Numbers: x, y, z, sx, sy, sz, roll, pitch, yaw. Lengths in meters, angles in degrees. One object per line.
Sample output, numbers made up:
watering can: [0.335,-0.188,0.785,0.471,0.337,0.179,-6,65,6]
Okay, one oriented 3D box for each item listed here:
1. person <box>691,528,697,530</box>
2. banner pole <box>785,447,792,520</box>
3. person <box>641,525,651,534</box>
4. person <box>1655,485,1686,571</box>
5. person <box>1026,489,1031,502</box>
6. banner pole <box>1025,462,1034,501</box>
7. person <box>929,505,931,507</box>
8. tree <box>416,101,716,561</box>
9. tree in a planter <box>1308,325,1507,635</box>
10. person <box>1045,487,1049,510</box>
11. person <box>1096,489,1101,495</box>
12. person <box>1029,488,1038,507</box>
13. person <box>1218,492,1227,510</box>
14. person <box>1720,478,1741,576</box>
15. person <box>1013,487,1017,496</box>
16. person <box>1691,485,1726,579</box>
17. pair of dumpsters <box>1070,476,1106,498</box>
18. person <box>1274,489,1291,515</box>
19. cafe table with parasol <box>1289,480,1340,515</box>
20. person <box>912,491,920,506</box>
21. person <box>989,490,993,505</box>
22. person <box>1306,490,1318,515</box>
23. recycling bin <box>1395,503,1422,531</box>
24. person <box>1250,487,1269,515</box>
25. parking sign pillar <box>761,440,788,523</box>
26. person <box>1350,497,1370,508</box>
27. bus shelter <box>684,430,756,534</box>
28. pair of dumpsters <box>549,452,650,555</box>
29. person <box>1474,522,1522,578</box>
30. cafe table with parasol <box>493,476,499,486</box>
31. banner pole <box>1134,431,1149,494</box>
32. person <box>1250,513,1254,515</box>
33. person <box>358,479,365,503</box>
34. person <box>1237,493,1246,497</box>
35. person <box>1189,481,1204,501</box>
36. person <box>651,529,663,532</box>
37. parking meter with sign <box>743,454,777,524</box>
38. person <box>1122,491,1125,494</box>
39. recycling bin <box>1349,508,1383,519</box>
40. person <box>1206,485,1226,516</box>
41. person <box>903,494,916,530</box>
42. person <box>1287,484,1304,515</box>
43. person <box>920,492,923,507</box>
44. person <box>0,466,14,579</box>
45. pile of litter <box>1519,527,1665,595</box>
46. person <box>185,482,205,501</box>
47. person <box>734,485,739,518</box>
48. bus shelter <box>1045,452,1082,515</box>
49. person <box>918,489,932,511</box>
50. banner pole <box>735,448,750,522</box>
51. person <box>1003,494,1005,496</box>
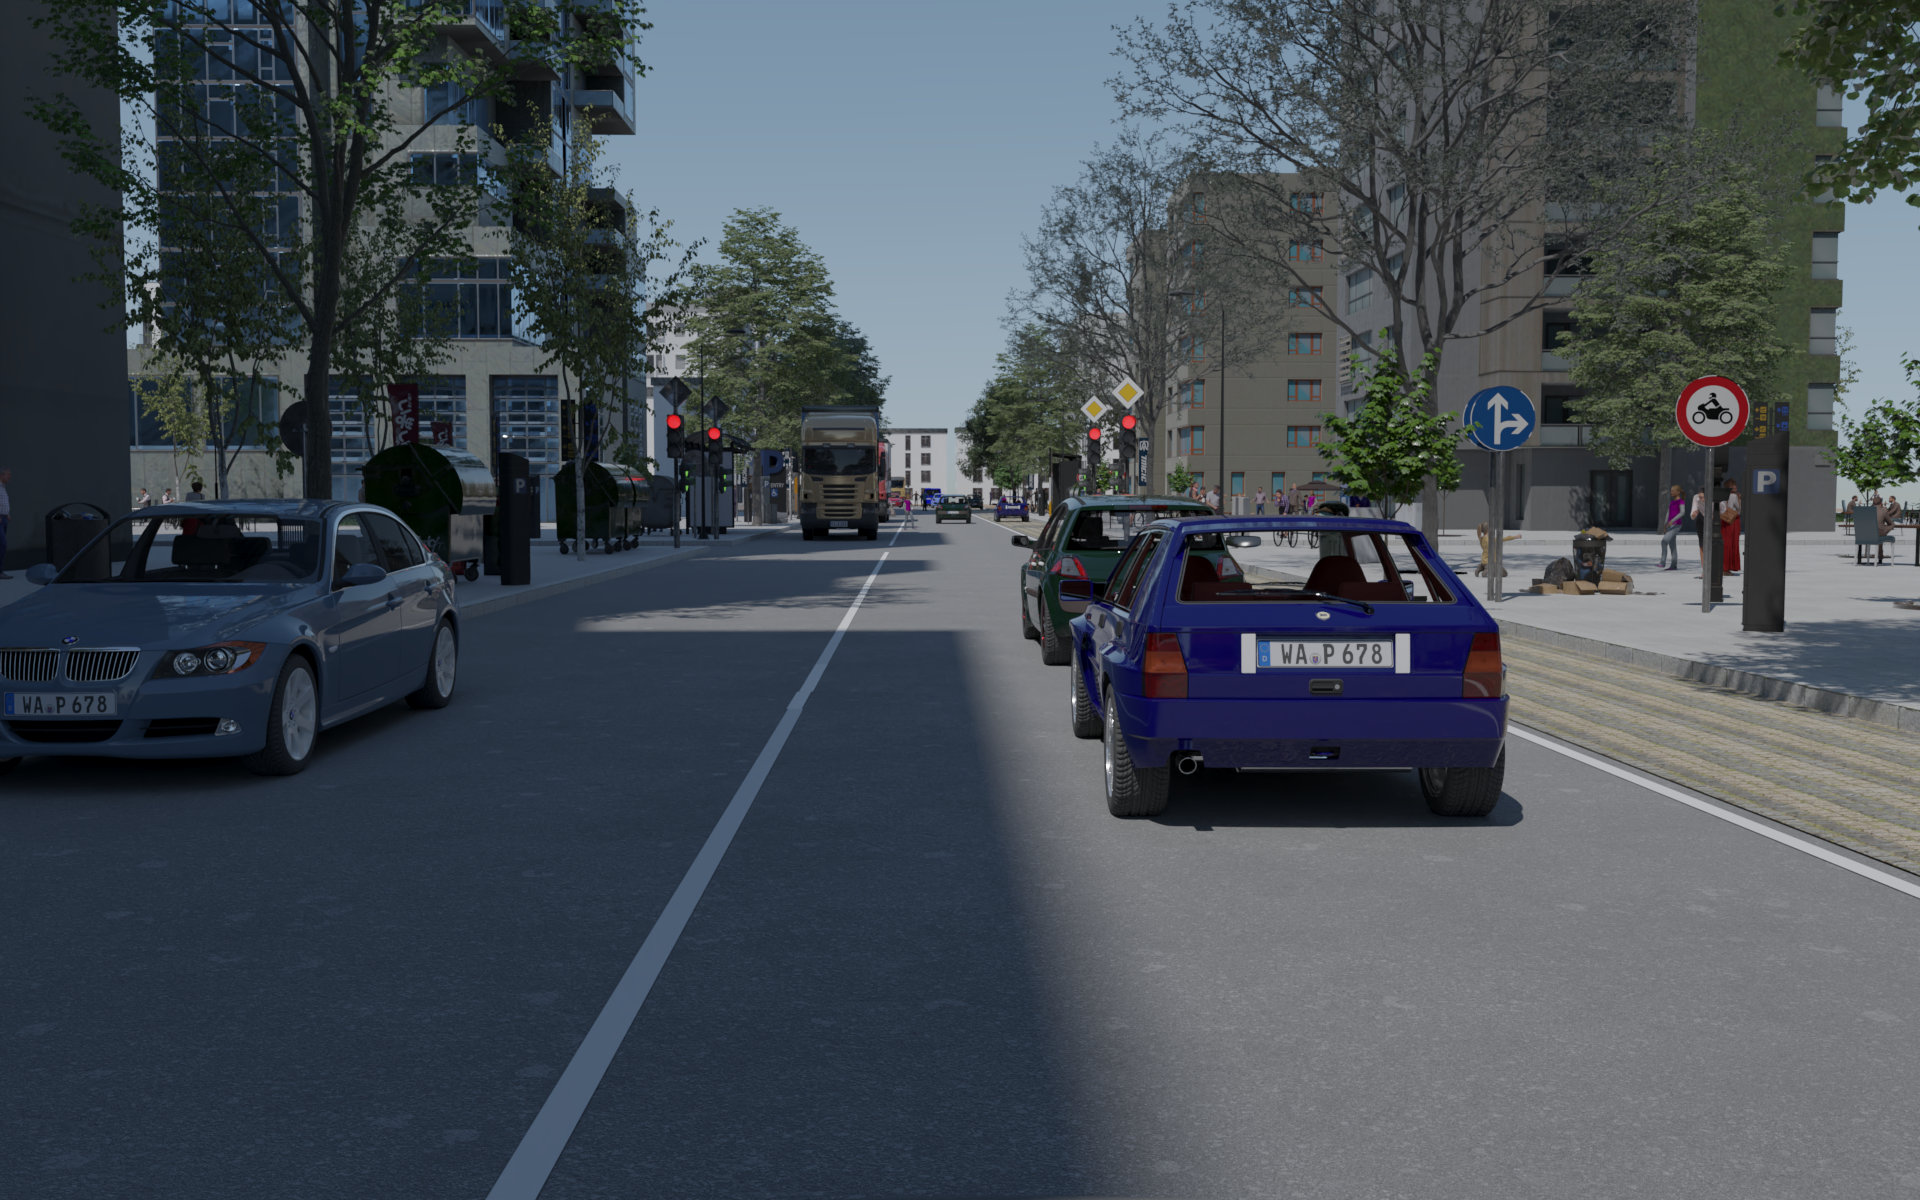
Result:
person: [-9.552,-3.206,62.367,0.340,1.345,0.435,2,4,25]
banner pole: [-8.373,-5.793,84.726,0.401,3.779,0.863,-2,4,-35]
person: [-10.368,-3.039,56.258,0.617,1.759,0.750,3,4,37]
person: [11.775,-1.198,28.871,0.776,1.435,0.726,-1,4,-9]
person: [7.640,-11.838,199.610,1.348,1.821,0.705,-2,4,-29]
banner pole: [4.950,-8.223,124.471,0.863,3.779,0.401,1,4,16]
person: [-3.305,-11.375,194.106,0.705,1.869,1.348,-2,4,-29]
tree: [-7.085,-5.046,32.869,4.737,8.622,4.395,0,3,0]
tree in a planter: [4.534,-1.294,18.380,1.991,3.239,1.994,0,4,-1]
person: [7.062,-8.294,141.670,0.705,1.821,1.348,-2,4,-33]
person: [5.624,-3.702,69.271,0.600,1.496,0.574,-1,4,-22]
person: [6.499,-8.637,147.278,1.348,1.821,0.705,-2,4,-25]
person: [8.862,-2.979,58.659,0.435,1.345,0.340,-3,5,-41]
person: [12.070,-1.141,27.166,0.387,1.526,0.523,0,4,3]
person: [4.348,-8.067,138.073,0.705,1.807,1.348,0,4,-3]
person: [11.120,-1.018,25.874,0.628,1.438,0.799,0,4,1]
pair of dumpsters: [6.412,-5.109,86.026,1.574,2.255,4.437,0,4,-1]
person: [9.344,-2.501,50.165,0.421,1.427,0.697,2,4,34]
cafe table with parasol: [17.372,-4.855,84.244,2.610,1.966,2.610,1,4,22]
person: [-5.071,-11.713,200.147,1.348,1.807,0.705,1,4,9]
person: [3.595,-11.679,197.437,0.568,1.767,0.683,-3,4,-36]
person: [13.813,-3.618,68.436,0.726,1.434,0.776,3,5,42]
recycling bin: [12.842,-2.236,49.106,0.722,1.027,0.722,-2,4,-35]
person: [12.771,-4.020,73.735,0.963,1.587,0.435,1,4,21]
parking sign pillar: [-8.363,-5.409,76.905,1.447,3.967,1.447,-3,4,-38]
person: [7.831,-1.551,33.768,0.453,1.535,0.546,-1,4,-17]
bus shelter: [-8.018,-3.886,57.462,2.014,3.302,5.546,0,4,-1]
pair of dumpsters: [-8.026,-2.212,38.662,1.574,2.255,4.437,0,4,-1]
person: [8.272,-0.779,26.696,0.695,0.859,0.347,-1,4,-18]
cafe table with parasol: [-17.716,-3.779,66.644,2.610,1.966,2.610,2,4,30]
banner pole: [7.036,-4.747,67.626,0.863,3.779,0.401,2,4,30]
person: [9.364,-2.642,57.170,0.695,0.859,0.347,-2,4,-35]
person: [-18.846,-2.980,55.304,0.750,1.759,0.617,-1,4,-17]
person: [11.558,-3.737,71.053,0.435,1.345,0.340,1,4,22]
person: [6.801,-2.576,49.638,0.593,1.643,0.415,3,5,44]
person: [-10.339,-3.173,58.458,0.617,1.759,0.750,2,4,30]
parking meter with sign: [-8.583,-4.800,74.739,1.738,3.016,0.543,3,5,41]
person: [6.422,-3.483,66.216,0.697,1.427,0.421,2,4,26]
recycling bin: [7.348,-1.199,32.158,0.722,1.027,0.722,-2,4,-28]
person: [7.482,-2.591,50.620,0.614,1.554,0.590,0,4,-6]
person: [-1.947,-3.490,68.789,0.776,1.435,0.726,3,5,42]
person: [15.433,-4.489,79.997,0.434,1.755,0.990,-3,5,-45]
person: [-4.437,-11.485,197.097,0.721,1.723,1.217,1,4,15]
person: [-14.502,-1.178,26.235,0.436,1.711,0.756,0,4,-2]
pile of litter: [8.162,-0.513,22.346,1.719,0.858,1.176,2,4,35]
person: [-15.277,-1.593,34.564,0.523,1.526,0.387,-3,4,-37]
person: [-12.167,-5.252,92.368,0.683,1.767,0.568,-3,5,-39]
bus shelter: [6.038,-6.691,100.686,1.731,3.624,6.357,0,4,-1]
person: [-2.957,-8.411,146.000,1.348,1.826,0.705,2,4,28]
banner pole: [-10.159,-5.537,80.539,0.863,3.779,0.401,-2,4,-31]
person: [2.799,-5.875,107.785,0.726,1.434,0.776,1,4,19]
